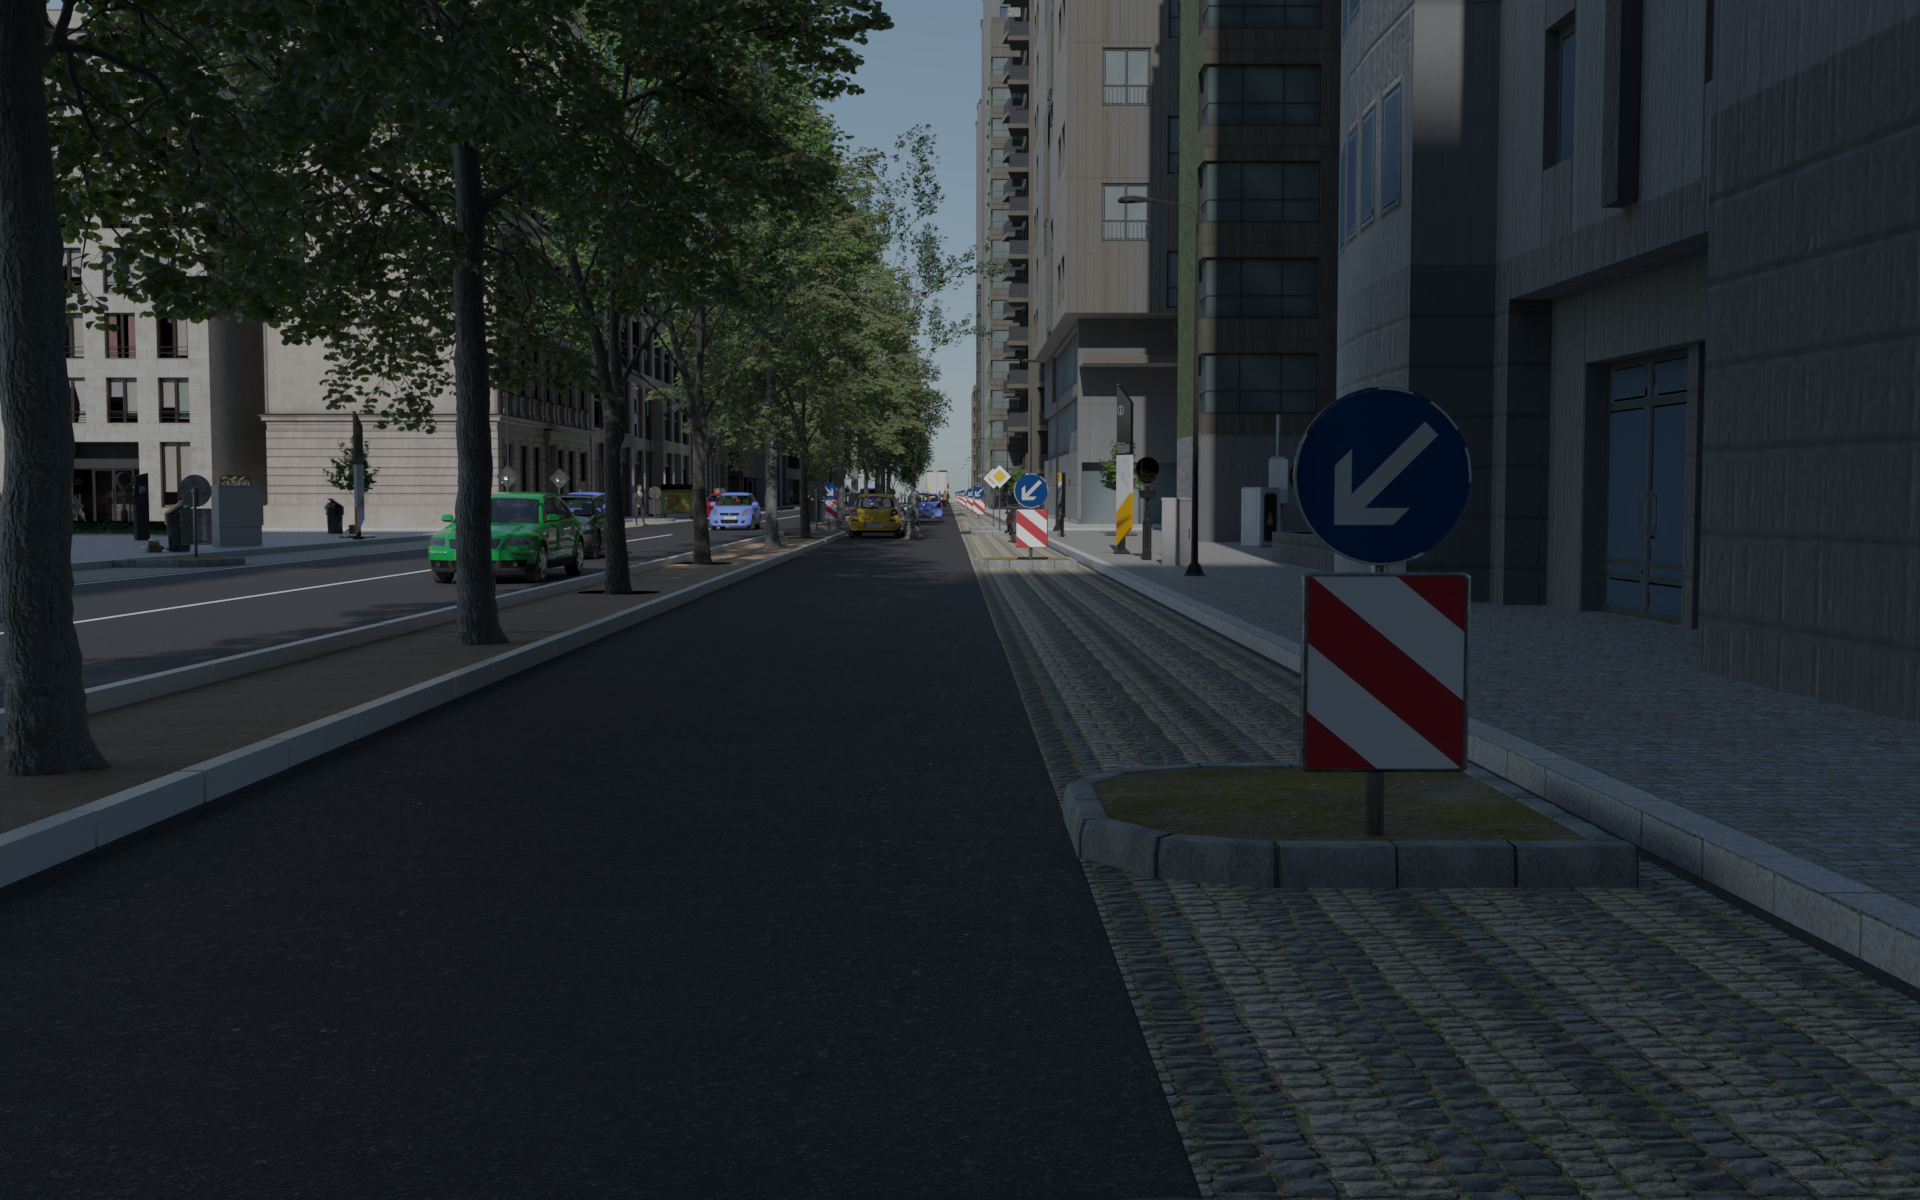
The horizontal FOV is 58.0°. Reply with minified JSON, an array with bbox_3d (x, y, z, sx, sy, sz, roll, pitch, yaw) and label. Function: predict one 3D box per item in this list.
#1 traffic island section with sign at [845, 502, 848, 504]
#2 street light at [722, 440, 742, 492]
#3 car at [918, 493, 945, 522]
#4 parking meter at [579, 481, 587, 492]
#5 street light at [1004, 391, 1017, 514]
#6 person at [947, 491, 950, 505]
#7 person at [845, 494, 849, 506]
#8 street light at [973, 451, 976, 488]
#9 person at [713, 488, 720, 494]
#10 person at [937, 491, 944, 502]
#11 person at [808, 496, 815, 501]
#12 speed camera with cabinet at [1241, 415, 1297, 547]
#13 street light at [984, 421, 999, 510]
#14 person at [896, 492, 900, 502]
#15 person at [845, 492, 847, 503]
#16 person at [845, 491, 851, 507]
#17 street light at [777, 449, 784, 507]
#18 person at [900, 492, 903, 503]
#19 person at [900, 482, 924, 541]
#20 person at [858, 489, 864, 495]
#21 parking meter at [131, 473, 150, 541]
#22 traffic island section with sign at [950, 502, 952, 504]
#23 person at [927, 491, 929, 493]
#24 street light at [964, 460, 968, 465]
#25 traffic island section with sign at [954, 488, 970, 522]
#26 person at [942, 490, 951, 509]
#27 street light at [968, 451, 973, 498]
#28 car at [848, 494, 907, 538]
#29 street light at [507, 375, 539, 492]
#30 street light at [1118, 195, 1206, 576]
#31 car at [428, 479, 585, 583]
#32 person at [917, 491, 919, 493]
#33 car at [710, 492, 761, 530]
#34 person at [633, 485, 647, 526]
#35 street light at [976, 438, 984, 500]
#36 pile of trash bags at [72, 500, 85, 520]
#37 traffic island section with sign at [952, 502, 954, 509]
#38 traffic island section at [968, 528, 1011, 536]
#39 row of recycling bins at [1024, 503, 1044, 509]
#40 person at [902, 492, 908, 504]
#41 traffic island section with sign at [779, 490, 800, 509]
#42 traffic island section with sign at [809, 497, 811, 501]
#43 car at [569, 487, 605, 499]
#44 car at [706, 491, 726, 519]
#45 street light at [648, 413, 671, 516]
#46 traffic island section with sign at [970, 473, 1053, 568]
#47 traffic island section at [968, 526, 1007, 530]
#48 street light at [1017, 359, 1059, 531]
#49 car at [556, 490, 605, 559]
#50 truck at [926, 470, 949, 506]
[{"bbox_3d":[-17.236,-16.410,276.937,1.989,1.847,2.006,0,4,0],"label":"traffic island section with sign"},{"bbox_3d":[-17.577,-9.759,132.105,1.470,5.913,1.316,0,4,0],"label":"street light"},{"bbox_3d":[-1.738,-4.872,89.250,1.945,1.707,3.694,0,4,-1],"label":"car"},{"bbox_3d":[-17.402,-4.540,79.938,0.255,1.863,0.399,-2,4,-33],"label":"parking meter"},{"bbox_3d":[2.657,-6.447,77.947,1.470,5.913,1.316,0,4,0],"label":"street light"},{"bbox_3d":[-1.643,-13.712,232.627,0.705,1.831,1.348,-1,4,-21],"label":"person"},{"bbox_3d":[-12.999,-11.906,203.982,1.217,1.723,0.721,-1,4,-20],"label":"person"},{"bbox_3d":[2.131,-11.116,154.288,1.470,5.913,1.316,0,4,0],"label":"street light"},{"bbox_3d":[-15.915,-6.413,113.319,0.580,1.828,0.573,1,4,14],"label":"person"},{"bbox_3d":[-1.775,-8.463,147.803,0.756,1.711,0.436,0,4,-3],"label":"person"},{"bbox_3d":[-12.331,-8.307,145.028,1.217,1.736,0.721,-1,4,-10],"label":"person"},{"bbox_3d":[7.650,-2.947,42.519,0.660,3.252,2.038,3,4,38],"label":"speed camera with cabinet"},{"bbox_3d":[2.465,-8.417,110.163,1.470,5.913,1.316,0,4,0],"label":"street light"},{"bbox_3d":[-9.405,-15.667,265.587,0.756,1.711,0.436,-2,4,-30],"label":"person"},{"bbox_3d":[-17.312,-15.566,263.666,0.551,1.740,0.621,1,4,19],"label":"person"},{"bbox_3d":[-12.443,-11.456,195.822,1.348,1.821,0.705,3,5,44],"label":"person"},{"bbox_3d":[-17.889,-12.458,176.230,1.470,5.913,1.316,0,4,0],"label":"street light"},{"bbox_3d":[-9.853,-17.300,291.448,1.348,1.812,0.705,-1,4,-20],"label":"person"},{"bbox_3d":[-1.484,-2.734,53.300,0.767,1.812,0.694,0,4,-3],"label":"person"},{"bbox_3d":[-6.968,-6.889,121.257,0.709,1.813,0.853,1,4,9],"label":"person"},{"bbox_3d":[-22.642,-2.578,47.855,0.399,1.863,0.255,-3,5,-44],"label":"parking meter"},{"bbox_3d":[0.251,-9.726,167.643,1.989,1.847,2.006,0,4,0],"label":"traffic island section with sign"},{"bbox_3d":[-3.105,-9.875,170.500,0.434,1.755,0.990,1,4,21],"label":"person"},{"bbox_3d":[1.608,-15.068,218.903,1.470,5.913,1.316,0,4,0],"label":"street light"},{"bbox_3d":[0.837,-4.941,89.406,1.989,1.847,2.006,0,4,0],"label":"traffic island section with sign"},{"bbox_3d":[-1.492,-9.903,170.502,1.348,1.812,0.705,-1,4,-17],"label":"person"},{"bbox_3d":[1.907,-13.087,186.505,1.470,5.913,1.316,0,4,0],"label":"street light"},{"bbox_3d":[-2.727,-2.890,57.480,2.015,1.641,3.980,0,4,1],"label":"car"},{"bbox_3d":[-17.115,-5.818,67.673,1.470,5.913,1.316,0,4,0],"label":"street light"},{"bbox_3d":[3.149,-3.336,27.077,1.470,5.913,1.316,0,4,0],"label":"street light"},{"bbox_3d":[-7.596,-1.253,29.286,1.959,1.807,4.718,0,4,0],"label":"car"},{"bbox_3d":[-4.084,-9.447,163.673,0.721,1.735,1.217,1,4,13],"label":"person"},{"bbox_3d":[-9.010,-3.667,69.553,1.945,1.707,3.694,0,4,0],"label":"car"},{"bbox_3d":[-14.492,-4.297,78.534,0.659,1.850,0.755,-3,5,-40],"label":"person"},{"bbox_3d":[2.265,-10.418,142.877,1.470,5.913,1.316,0,4,0],"label":"street light"},{"bbox_3d":[-31.080,-2.960,58.147,3.447,1.369,1.912,0,4,4],"label":"pile of trash bags"},{"bbox_3d":[0.629,-6.646,117.287,1.989,1.847,2.006,0,4,0],"label":"traffic island section with sign"},{"bbox_3d":[1.390,-2.298,59.850,2.009,0.180,2.903,0,4,0],"label":"traffic island section"},{"bbox_3d":[5.578,-5.879,103.242,3.534,1.692,1.069,1,4,11],"label":"row of recycling bins"},{"bbox_3d":[-7.802,-14.540,246.215,0.705,1.826,1.348,3,4,37],"label":"person"},{"bbox_3d":[-16.409,-9.699,167.214,1.989,1.847,2.006,0,4,0],"label":"traffic island section with sign"},{"bbox_3d":[-16.623,-11.382,194.726,1.989,1.847,2.006,0,4,0],"label":"traffic island section with sign"},{"bbox_3d":[-12.459,-2.930,57.496,1.945,1.707,3.694,0,4,1],"label":"car"},{"bbox_3d":[-13.034,-5.248,94.837,2.155,1.783,4.494,0,3,0],"label":"car"},{"bbox_3d":[-17.312,-7.789,99.889,1.470,5.913,1.316,0,4,0],"label":"street light"},{"bbox_3d":[1.261,-1.561,34.152,1.989,1.847,2.006,0,4,0],"label":"traffic island section with sign"},{"bbox_3d":[1.330,-2.786,67.835,2.009,0.180,2.903,0,4,0],"label":"traffic island section"},{"bbox_3d":[2.814,-5.333,59.731,1.470,5.913,1.316,0,4,0],"label":"street light"},{"bbox_3d":[-8.843,-1.797,39.175,2.009,1.686,4.222,0,4,-2],"label":"car"},{"bbox_3d":[-2.757,-13.450,208.827,2.839,4.237,11.283,0,4,0],"label":"truck"}]
